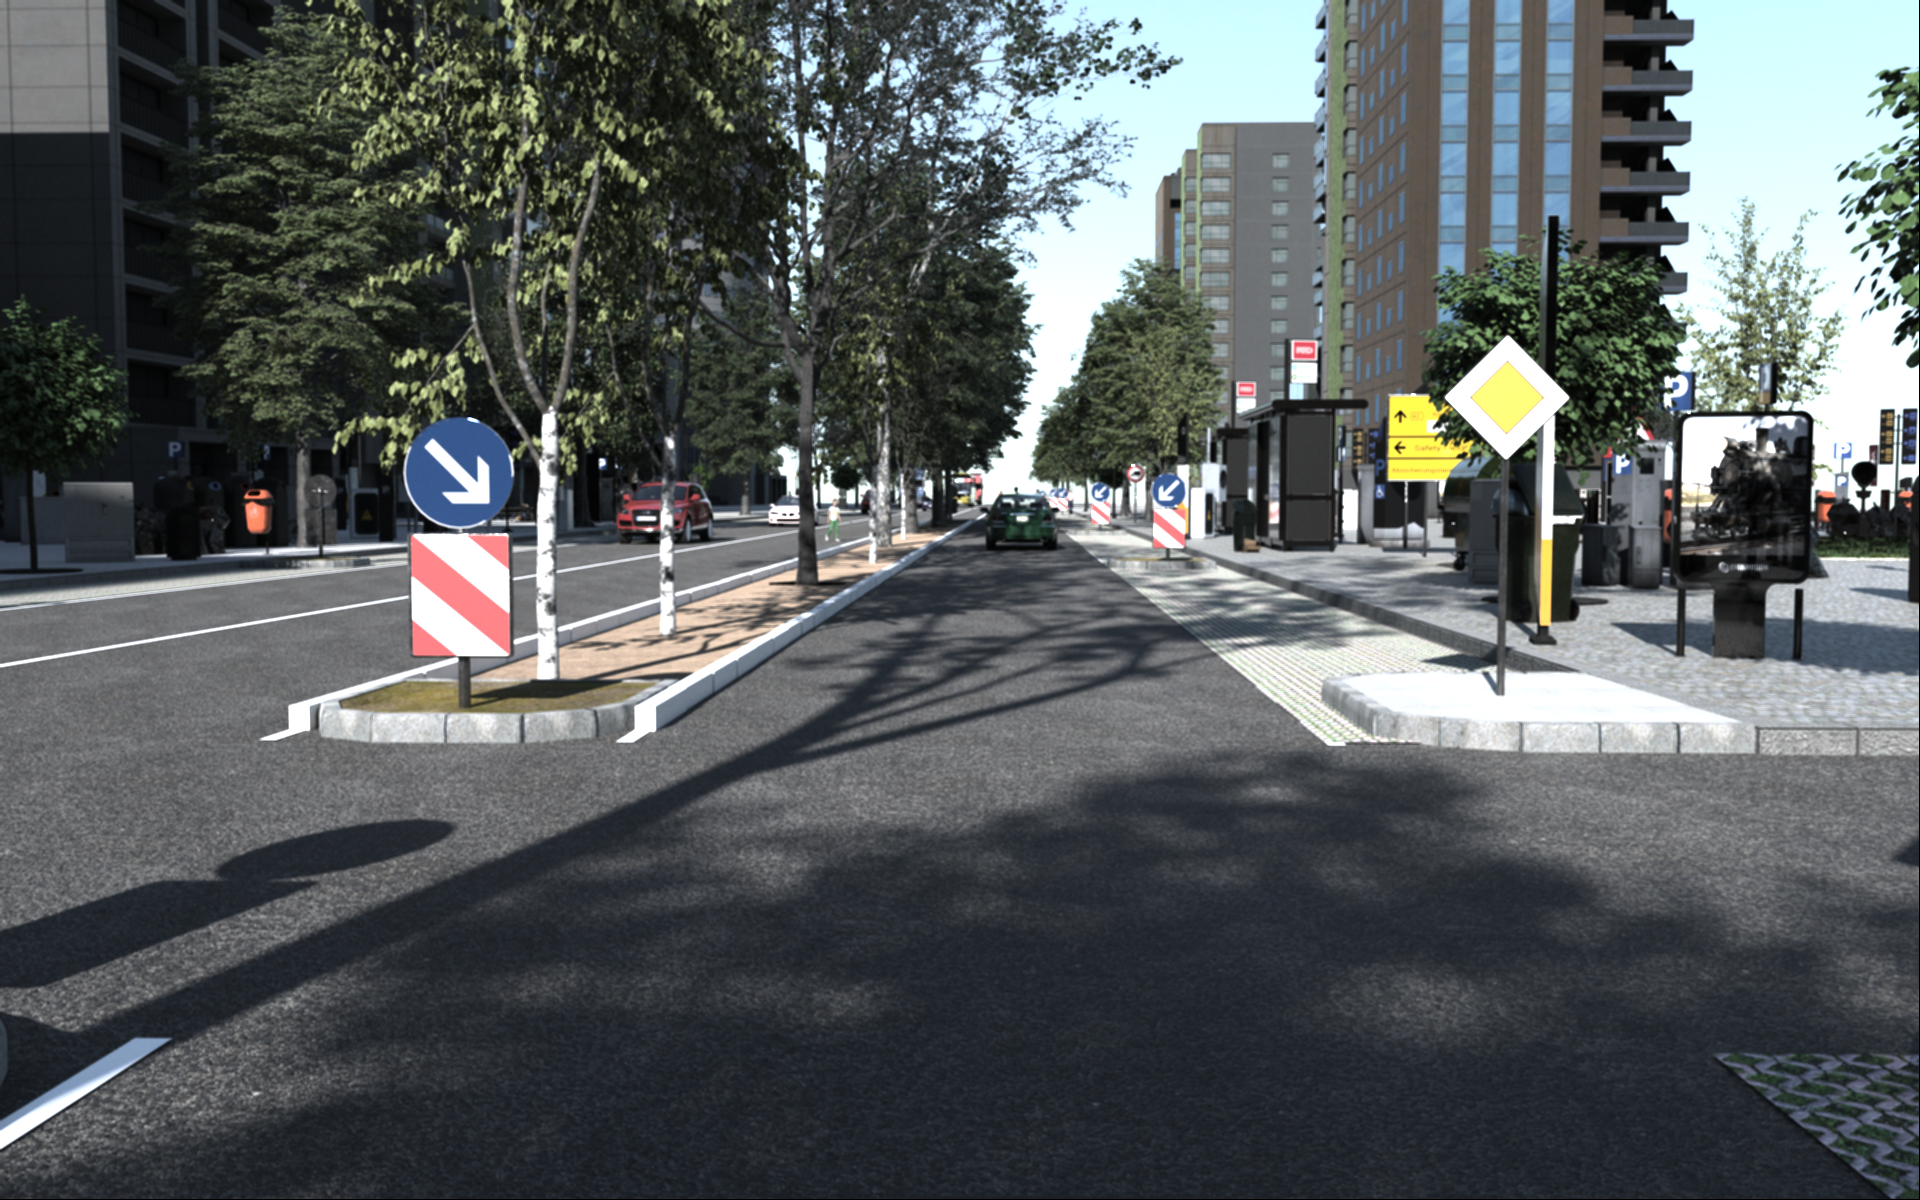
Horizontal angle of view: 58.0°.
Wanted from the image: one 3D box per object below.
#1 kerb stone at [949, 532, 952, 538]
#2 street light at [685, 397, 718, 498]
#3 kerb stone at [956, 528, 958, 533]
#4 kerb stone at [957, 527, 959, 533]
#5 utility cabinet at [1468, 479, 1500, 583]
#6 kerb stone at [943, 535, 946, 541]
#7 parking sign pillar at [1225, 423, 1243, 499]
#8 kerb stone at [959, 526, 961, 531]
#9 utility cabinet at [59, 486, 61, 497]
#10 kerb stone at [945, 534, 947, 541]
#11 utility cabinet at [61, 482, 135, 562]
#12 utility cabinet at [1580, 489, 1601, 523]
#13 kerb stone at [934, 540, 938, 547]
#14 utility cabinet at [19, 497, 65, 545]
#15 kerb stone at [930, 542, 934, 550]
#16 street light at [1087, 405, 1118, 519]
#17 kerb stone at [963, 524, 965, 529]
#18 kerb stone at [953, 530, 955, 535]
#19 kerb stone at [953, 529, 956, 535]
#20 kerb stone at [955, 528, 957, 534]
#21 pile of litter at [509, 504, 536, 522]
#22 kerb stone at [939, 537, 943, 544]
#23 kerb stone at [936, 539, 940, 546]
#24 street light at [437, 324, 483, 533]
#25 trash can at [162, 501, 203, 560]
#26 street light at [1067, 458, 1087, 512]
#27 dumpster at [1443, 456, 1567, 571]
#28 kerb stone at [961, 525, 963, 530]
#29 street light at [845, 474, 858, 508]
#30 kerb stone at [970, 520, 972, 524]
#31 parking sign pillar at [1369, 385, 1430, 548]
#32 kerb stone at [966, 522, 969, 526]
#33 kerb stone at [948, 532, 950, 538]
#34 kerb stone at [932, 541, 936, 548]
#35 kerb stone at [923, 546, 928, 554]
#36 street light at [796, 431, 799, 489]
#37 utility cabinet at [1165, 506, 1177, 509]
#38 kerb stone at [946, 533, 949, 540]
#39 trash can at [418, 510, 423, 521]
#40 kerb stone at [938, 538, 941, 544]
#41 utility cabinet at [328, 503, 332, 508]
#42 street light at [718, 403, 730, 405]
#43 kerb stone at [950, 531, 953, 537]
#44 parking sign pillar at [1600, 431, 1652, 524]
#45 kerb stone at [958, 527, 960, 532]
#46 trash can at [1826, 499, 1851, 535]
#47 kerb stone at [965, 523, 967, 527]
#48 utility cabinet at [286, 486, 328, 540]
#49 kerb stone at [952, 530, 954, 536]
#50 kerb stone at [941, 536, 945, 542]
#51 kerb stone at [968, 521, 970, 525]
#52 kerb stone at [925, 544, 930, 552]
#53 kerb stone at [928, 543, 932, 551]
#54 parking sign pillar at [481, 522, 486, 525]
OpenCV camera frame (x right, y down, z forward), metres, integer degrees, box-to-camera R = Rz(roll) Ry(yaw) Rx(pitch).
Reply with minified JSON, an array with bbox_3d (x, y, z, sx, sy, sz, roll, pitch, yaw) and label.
[{"bbox_3d":[-0.427,-2.007,55.009,0.120,0.150,1.000,0,4,2],"label":"kerb stone"},{"bbox_3d":[-12.579,-6.760,83.059,1.470,5.913,1.316,0,4,2],"label":"street light"},{"bbox_3d":[-0.225,-2.381,61.156,0.120,0.150,1.000,0,4,2],"label":"kerb stone"},{"bbox_3d":[-0.185,-2.446,62.185,0.120,0.150,1.000,0,4,2],"label":"kerb stone"},{"bbox_3d":[7.855,-0.976,24.630,1.173,1.500,0.318,3,5,40],"label":"utility cabinet"},{"bbox_3d":[-0.561,-1.754,50.914,0.120,0.150,1.000,0,4,2],"label":"kerb stone"},{"bbox_3d":[10.468,-4.756,66.229,1.447,3.967,1.447,1,4,22],"label":"parking sign pillar"},{"bbox_3d":[-0.126,-2.571,64.232,0.120,0.150,1.000,0,4,2],"label":"kerb stone"},{"bbox_3d":[-23.481,-2.294,46.185,1.173,1.500,0.318,2,4,27],"label":"utility cabinet"},{"bbox_3d":[-0.533,-1.815,51.938,0.120,0.150,1.000,0,4,2],"label":"kerb stone"},{"bbox_3d":[-16.203,-1.463,32.606,1.173,1.500,0.318,-2,4,-27],"label":"utility cabinet"},{"bbox_3d":[27.504,-4.094,75.613,1.173,1.500,0.318,-1,4,-9],"label":"utility cabinet"},{"bbox_3d":[-0.735,-1.439,45.774,0.120,0.150,1.000,0,4,2],"label":"kerb stone"},{"bbox_3d":[-23.280,-2.006,43.958,1.020,1.237,0.306,-2,4,-28],"label":"utility cabinet"},{"bbox_3d":[-0.808,-1.317,43.732,0.120,0.150,1.000,0,4,2],"label":"kerb stone"},{"bbox_3d":[7.535,-7.221,90.611,1.470,5.913,1.316,0,4,2],"label":"street light"},{"bbox_3d":[0.016,-2.822,68.341,0.120,0.150,1.000,0,4,2],"label":"kerb stone"},{"bbox_3d":[-0.326,-2.194,58.082,0.120,0.150,1.000,0,4,2],"label":"kerb stone"},{"bbox_3d":[-0.298,-2.257,59.103,0.120,0.150,1.000,0,4,2],"label":"kerb stone"},{"bbox_3d":[-0.255,-2.320,60.126,0.120,0.150,1.000,0,4,2],"label":"kerb stone"},{"bbox_3d":[-20.202,-4.073,80.560,1.719,0.858,1.176,1,4,12],"label":"pile of litter"},{"bbox_3d":[-0.631,-1.630,48.854,0.120,0.150,1.000,0,4,2],"label":"kerb stone"},{"bbox_3d":[-0.703,-1.499,46.796,0.120,0.150,1.000,0,4,2],"label":"kerb stone"},{"bbox_3d":[-13.745,-4.586,47.523,1.470,5.913,1.316,0,4,2],"label":"street light"},{"bbox_3d":[-15.084,-1.344,33.633,0.748,1.137,0.748,0,3,0],"label":"trash can"},{"bbox_3d":[8.674,-9.437,126.843,1.470,5.913,1.316,0,4,2],"label":"street light"},{"bbox_3d":[8.780,-1.556,27.941,1.502,2.255,1.985,0,4,2],"label":"dumpster"},{"bbox_3d":[-0.050,-2.697,66.289,0.120,0.150,1.000,0,4,2],"label":"kerb stone"},{"bbox_3d":[-9.992,-11.473,160.130,1.470,5.913,1.316,0,4,2],"label":"street light"},{"bbox_3d":[0.358,-3.447,78.563,0.120,0.150,1.000,0,4,2],"label":"kerb stone"},{"bbox_3d":[10.702,-3.278,42.070,1.447,3.967,1.447,-2,4,-28],"label":"parking sign pillar"},{"bbox_3d":[0.183,-3.135,73.448,0.120,0.150,1.000,0,4,2],"label":"kerb stone"},{"bbox_3d":[-0.458,-1.943,53.980,0.120,0.150,1.000,0,4,2],"label":"kerb stone"},{"bbox_3d":[-0.770,-1.377,44.753,0.120,0.150,1.000,0,4,2],"label":"kerb stone"},{"bbox_3d":[-0.907,-1.124,40.657,0.120,0.150,1.000,0,4,2],"label":"kerb stone"},{"bbox_3d":[-11.222,-9.281,124.287,1.470,5.913,1.316,0,4,2],"label":"street light"},{"bbox_3d":[10.043,-4.397,80.565,0.318,1.500,1.173,-3,4,-38],"label":"utility cabinet"},{"bbox_3d":[-0.490,-1.882,52.959,0.120,0.150,1.000,0,4,2],"label":"kerb stone"},{"bbox_3d":[-25.662,-4.326,82.390,0.748,1.137,0.748,0,3,0],"label":"trash can"},{"bbox_3d":[-0.663,-1.565,47.829,0.120,0.150,1.000,0,4,2],"label":"kerb stone"},{"bbox_3d":[-19.001,-2.595,51.111,0.318,1.500,1.173,1,4,13],"label":"utility cabinet"},{"bbox_3d":[-12.385,-7.074,88.204,1.470,5.913,1.316,0,4,2],"label":"street light"},{"bbox_3d":[-0.397,-2.069,56.030,0.120,0.150,1.000,0,4,2],"label":"kerb stone"},{"bbox_3d":[19.417,-3.793,50.486,1.447,3.967,1.447,3,4,38],"label":"parking sign pillar"},{"bbox_3d":[-0.159,-2.508,63.206,0.120,0.150,1.000,0,4,2],"label":"kerb stone"},{"bbox_3d":[27.007,-2.547,53.295,0.748,1.137,0.748,0,3,0],"label":"trash can"},{"bbox_3d":[0.110,-3.009,71.406,0.120,0.150,1.000,0,4,2],"label":"kerb stone"},{"bbox_3d":[-18.169,-2.399,47.902,1.173,1.500,0.318,1,4,14],"label":"utility cabinet"},{"bbox_3d":[-0.356,-2.132,57.060,0.120,0.150,1.000,0,4,2],"label":"kerb stone"},{"bbox_3d":[-0.592,-1.693,49.884,0.120,0.150,1.000,0,4,2],"label":"kerb stone"},{"bbox_3d":[0.247,-3.260,75.498,0.120,0.150,1.000,0,4,2],"label":"kerb stone"},{"bbox_3d":[-0.867,-1.192,41.686,0.120,0.150,1.000,0,4,2],"label":"kerb stone"},{"bbox_3d":[-0.837,-1.255,42.707,0.120,0.150,1.000,0,4,2],"label":"kerb stone"},{"bbox_3d":[-20.794,-5.181,73.180,1.447,3.967,1.447,3,5,39],"label":"parking sign pillar"}]
